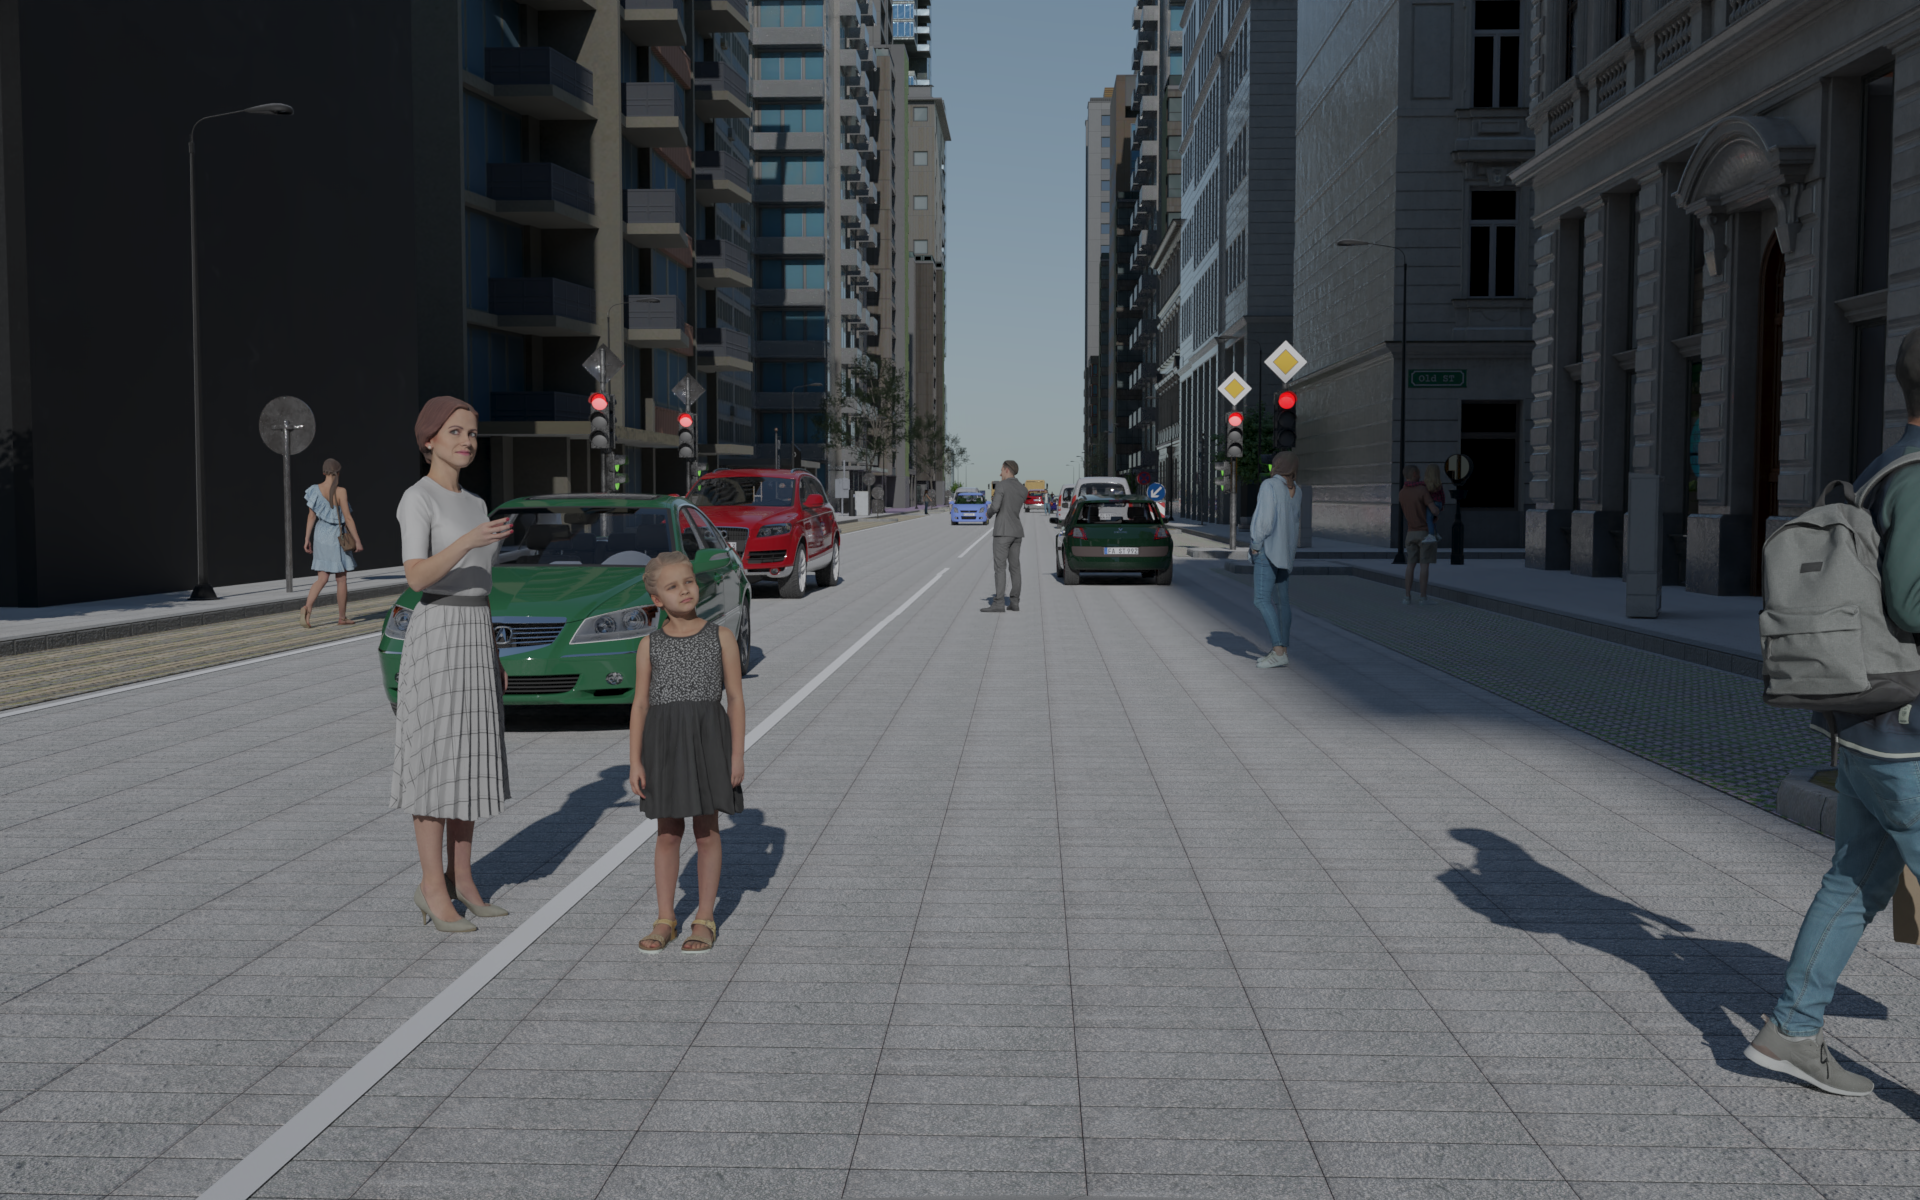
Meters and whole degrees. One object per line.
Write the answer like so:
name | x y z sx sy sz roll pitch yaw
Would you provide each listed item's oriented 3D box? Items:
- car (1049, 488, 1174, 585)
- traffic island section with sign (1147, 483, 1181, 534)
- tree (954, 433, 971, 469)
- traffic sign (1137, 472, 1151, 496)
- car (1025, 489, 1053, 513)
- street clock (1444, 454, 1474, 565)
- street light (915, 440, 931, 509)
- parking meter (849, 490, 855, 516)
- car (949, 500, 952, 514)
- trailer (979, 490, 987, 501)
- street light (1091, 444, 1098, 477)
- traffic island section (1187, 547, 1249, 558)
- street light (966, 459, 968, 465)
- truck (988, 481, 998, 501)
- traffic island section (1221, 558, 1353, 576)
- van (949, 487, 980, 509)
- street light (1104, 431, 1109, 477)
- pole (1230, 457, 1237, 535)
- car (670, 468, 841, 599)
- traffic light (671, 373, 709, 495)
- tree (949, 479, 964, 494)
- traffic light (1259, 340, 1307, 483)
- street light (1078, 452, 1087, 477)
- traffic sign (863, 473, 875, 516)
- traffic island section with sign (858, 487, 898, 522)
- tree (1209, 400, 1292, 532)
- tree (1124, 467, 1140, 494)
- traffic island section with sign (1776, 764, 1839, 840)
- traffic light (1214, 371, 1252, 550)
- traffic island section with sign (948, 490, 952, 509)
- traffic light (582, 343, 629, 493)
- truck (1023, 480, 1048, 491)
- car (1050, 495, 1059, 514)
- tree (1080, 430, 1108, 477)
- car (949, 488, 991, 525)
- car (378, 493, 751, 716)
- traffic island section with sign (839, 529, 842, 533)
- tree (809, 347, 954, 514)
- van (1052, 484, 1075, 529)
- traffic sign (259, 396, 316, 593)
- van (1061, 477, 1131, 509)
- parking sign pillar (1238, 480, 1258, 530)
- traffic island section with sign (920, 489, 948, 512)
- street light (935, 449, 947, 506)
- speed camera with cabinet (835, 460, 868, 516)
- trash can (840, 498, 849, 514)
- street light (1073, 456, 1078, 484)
car | 2.496 -1.148 28.563 2.009 1.686 4.222 0 4 1
traffic island section with sign | 6.928 -3.300 62.582 1.989 1.847 2.006 0 4 2
tree | -3.028 -15.605 189.559 8.767 10.594 7.601 -1 4 -9
traffic sign | 10.388 -5.976 97.808 0.768 2.556 0.104 0 4 7
car | 6.113 -7.739 135.208 2.281 1.827 5.304 0 4 4
street clock | 9.029 -1.640 31.386 0.471 2.002 0.358 3 4 36
street light | -3.197 -10.789 148.940 1.470 5.913 1.316 0 4 2
parking meter | -6.213 -5.576 99.579 0.372 1.533 0.369 0 3 0
car | 0.237 -6.899 125.164 2.083 1.381 4.827 0 4 2
trailer | 3.333 -15.847 266.148 1.471 1.999 3.904 0 4 3
street light | 12.818 -11.454 159.820 1.470 5.913 1.316 0 4 2
traffic island section | 6.300 -1.075 39.861 2.009 0.180 2.903 0 4 2
street light | 0.279 -15.820 231.203 1.470 5.913 1.316 0 4 2
truck | 5.945 -15.794 254.149 3.469 3.379 9.791 0 4 3
traffic island section | 5.967 -0.587 31.883 2.009 0.180 2.903 0 4 2
van | 0.405 -5.839 102.473 2.013 2.044 4.112 0 4 4
street light | 11.336 -9.500 127.866 1.470 5.913 1.316 0 4 2
pole | 8.556 -3.686 54.113 0.158 3.312 0.155 0 3 0
car | -3.029 -1.025 25.426 2.281 1.827 5.304 0 4 4
traffic light | -6.291 -3.140 40.254 0.839 4.253 0.868 0 4 2
tree | -0.494 -14.121 225.480 1.663 3.219 1.824 0 3 0
traffic light | 5.928 -2.621 31.771 0.839 4.253 0.868 0 4 2
street light | 14.111 -13.377 191.257 1.470 5.913 1.316 0 4 2
traffic sign | -5.404 -6.290 102.946 0.768 2.556 0.104 1 4 10
traffic island section with sign | -4.249 -4.990 90.208 1.989 1.847 2.006 0 4 2
tree | 10.293 -4.611 59.097 4.285 4.588 4.351 0 3 0
tree | 12.075 -7.782 121.832 1.663 3.219 1.824 0 3 0
traffic island section with sign | 4.619 0.087 7.212 1.989 1.847 2.006 0 4 2
traffic light | 6.260 -3.109 39.749 0.839 4.253 0.868 0 4 2
traffic island section with sign | -1.058 -9.676 166.833 1.989 1.847 2.006 0 4 2
traffic light | -6.624 -2.652 32.276 0.839 4.253 0.868 0 4 2
truck | 10.215 -14.647 235.401 3.469 3.379 9.791 0 4 3
car | 7.435 -6.991 126.876 1.945 1.354 3.894 0 4 4
tree | 15.890 -15.231 199.385 4.360 8.622 3.978 0 3 0
car | 0.482 -4.323 80.267 1.945 1.707 3.694 0 4 3
car | -2.609 -0.033 12.341 2.131 1.459 4.920 0 4 1
traffic island section with sign | -5.372 -3.342 63.276 1.989 1.847 2.006 0 4 2
tree | -5.990 -10.774 110.566 8.767 10.594 7.601 1 4 21
van | 4.885 -4.020 72.743 2.013 2.044 4.112 0 4 3
traffic sign | -8.743 -1.370 22.507 0.768 2.556 0.104 0 4 6
van | 3.560 -2.245 43.716 2.013 2.044 4.112 0 4 4
parking sign pillar | 10.826 -4.544 62.765 1.447 3.967 1.447 -2 4 -27
traffic island section with sign | -2.203 -7.993 139.316 1.989 1.847 2.006 0 4 2
street light | -2.004 -12.712 180.382 1.470 5.913 1.316 0 4 2
speed camera with cabinet | -6.365 -6.573 101.811 2.038 3.252 0.660 -3 5 -41
trash can | -7.569 -6.215 113.262 0.748 1.137 0.748 0 3 0
street light | 14.848 -14.580 210.923 1.470 5.913 1.316 0 4 2
